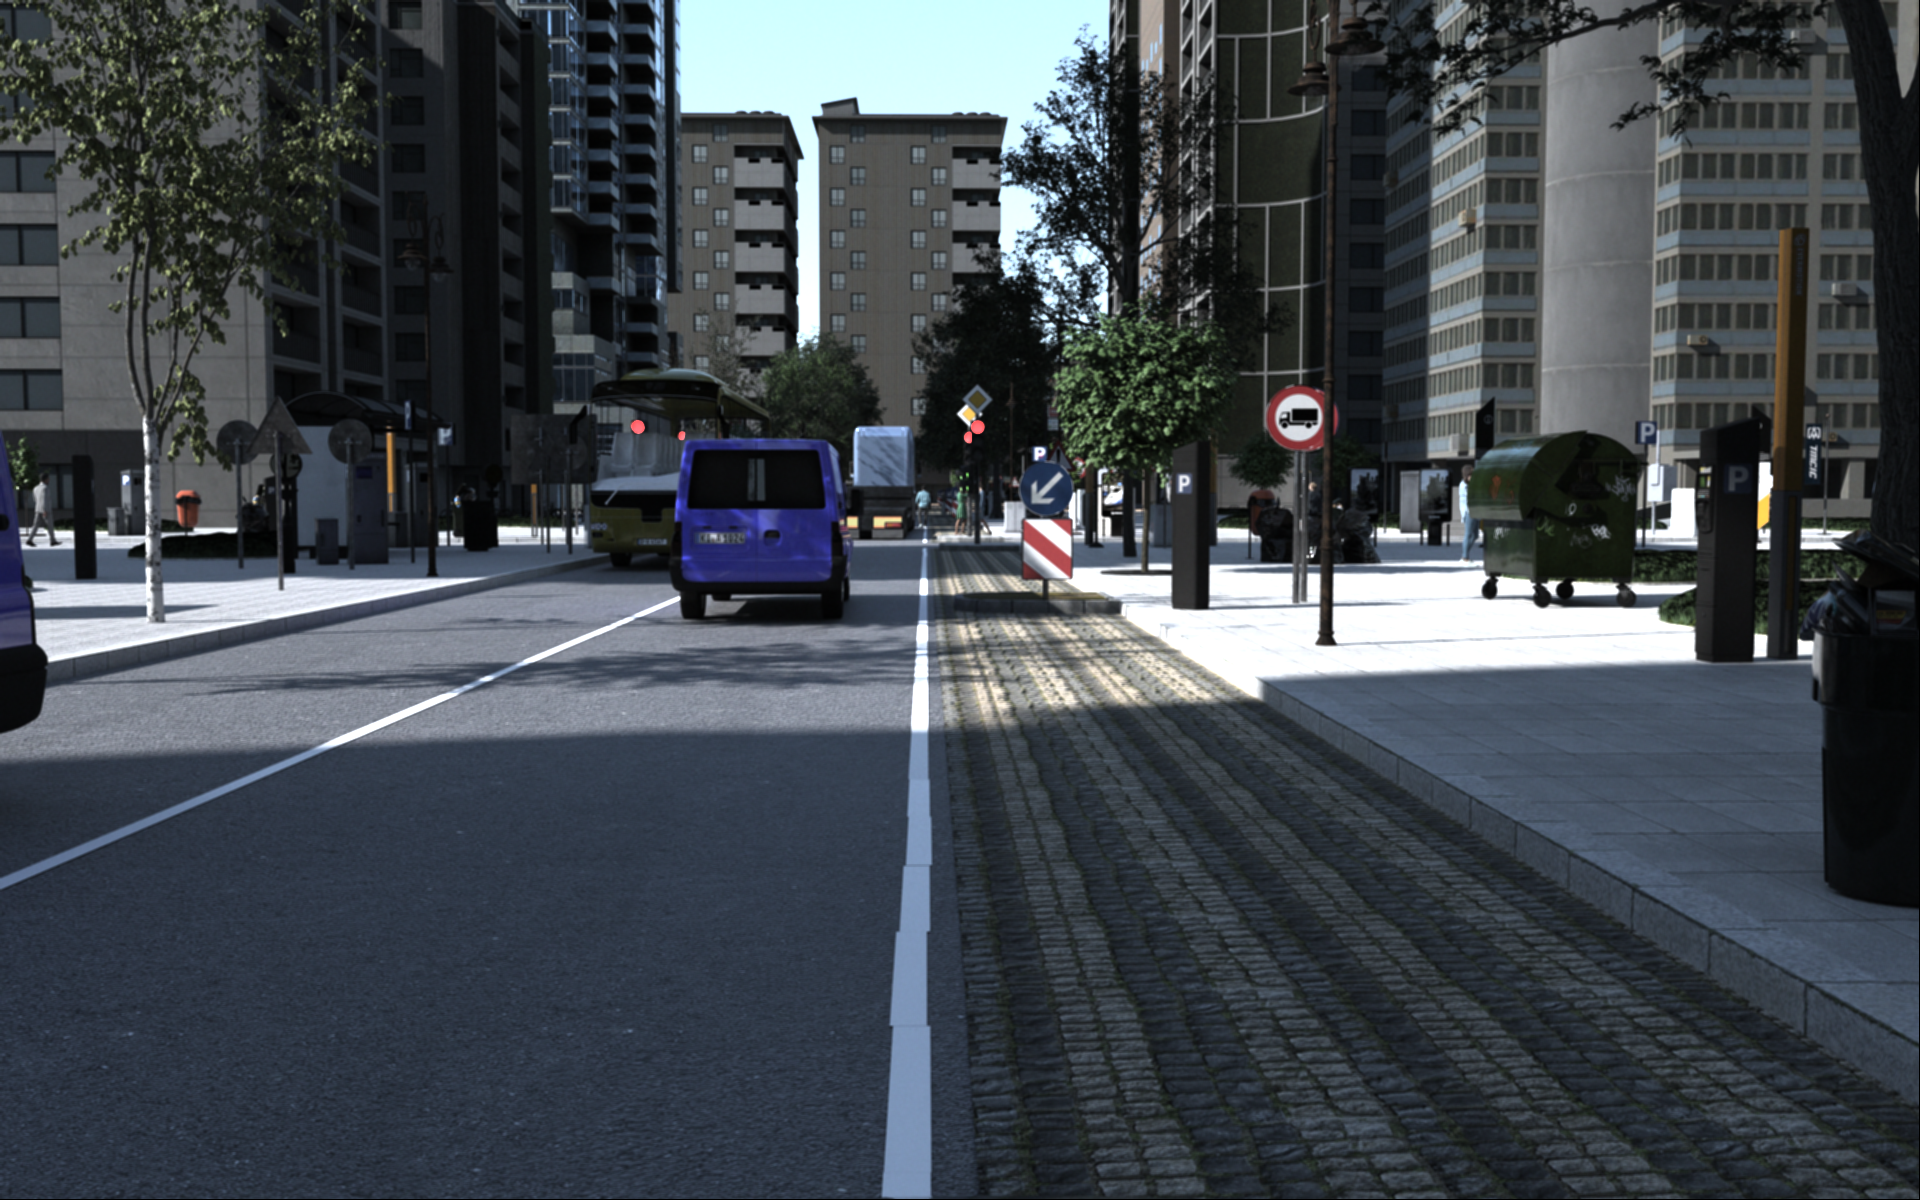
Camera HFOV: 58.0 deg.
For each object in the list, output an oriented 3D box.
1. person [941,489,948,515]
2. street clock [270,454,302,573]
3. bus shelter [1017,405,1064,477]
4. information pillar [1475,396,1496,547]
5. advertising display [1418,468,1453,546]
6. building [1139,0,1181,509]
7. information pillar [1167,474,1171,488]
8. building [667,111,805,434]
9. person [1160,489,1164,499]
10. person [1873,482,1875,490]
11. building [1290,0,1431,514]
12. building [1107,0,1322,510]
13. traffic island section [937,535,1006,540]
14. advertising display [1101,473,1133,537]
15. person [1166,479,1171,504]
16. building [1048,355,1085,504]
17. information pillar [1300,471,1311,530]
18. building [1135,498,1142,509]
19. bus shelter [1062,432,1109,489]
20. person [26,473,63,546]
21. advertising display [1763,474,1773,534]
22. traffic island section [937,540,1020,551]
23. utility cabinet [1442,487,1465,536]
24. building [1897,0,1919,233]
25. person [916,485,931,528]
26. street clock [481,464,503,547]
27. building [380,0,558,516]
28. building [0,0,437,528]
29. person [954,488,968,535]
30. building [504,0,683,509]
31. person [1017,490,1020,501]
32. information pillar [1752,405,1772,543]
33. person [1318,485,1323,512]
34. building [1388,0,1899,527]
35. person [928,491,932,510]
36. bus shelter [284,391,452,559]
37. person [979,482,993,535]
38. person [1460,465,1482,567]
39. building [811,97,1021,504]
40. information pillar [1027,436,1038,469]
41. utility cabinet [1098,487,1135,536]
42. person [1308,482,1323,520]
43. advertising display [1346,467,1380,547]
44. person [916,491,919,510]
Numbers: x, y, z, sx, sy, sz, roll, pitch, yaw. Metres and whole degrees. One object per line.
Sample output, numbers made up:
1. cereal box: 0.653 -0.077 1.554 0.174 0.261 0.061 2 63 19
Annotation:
1. person: -0.978 -5.923 105.889 0.362 1.759 0.519 2 4 29
2. street clock: -10.882 -1.434 28.019 0.471 2.002 0.358 -1 4 -15
3. bus shelter: 3.642 -6.011 75.919 2.179 5.291 8.768 0 4 -1
4. information pillar: 12.621 -3.074 41.607 0.504 3.616 0.183 3 5 42
5. advertising display: 11.822 -2.316 43.084 0.123 1.923 0.974 -2 4 -33
6. building: 21.971 -29.799 137.318 14.600 45.320 14.200 0 4 -1
7. information pillar: 6.979 -4.054 57.640 0.183 3.616 0.504 2 4 34
8. building: -33.819 -39.678 237.972 27.495 52.752 28.713 0 4 -1
9. person: 8.521 -3.959 70.971 0.606 1.804 0.583 -3 5 -44
10. person: 12.307 -1.016 22.845 0.721 1.800 0.419 -1 4 -15
11. building: 24.277 -41.471 116.305 20.563 71.187 20.611 0 4 -1
12. building: 24.315 -45.270 178.423 20.563 71.187 20.611 0 4 -1
13. traffic island section: 0.312 -1.844 52.430 2.009 0.180 2.903 0 4 -1
14. advertising display: 4.712 -2.854 51.879 0.974 1.923 0.123 2 4 25
15. person: 6.625 -2.900 53.737 0.678 1.792 0.850 1 4 19
16. building: 22.569 -24.121 239.422 28.899 21.520 27.650 0 4 -1
17. information pillar: 11.148 -3.153 56.049 0.304 2.012 0.304 -1 4 -12
18. building: 30.448 -28.461 157.223 32.217 40.220 23.993 0 4 -1
19. bus shelter: 5.058 -4.641 67.157 1.731 3.624 6.357 0 4 -1
20. person: -22.535 -2.215 42.536 0.678 1.792 0.850 2 4 30
21. advertising display: 26.373 -3.097 55.848 0.123 1.923 0.974 -3 5 -40
22. traffic island section: 0.468 -1.356 44.446 2.009 0.180 2.903 0 4 -1
23. utility cabinet: 14.885 -2.657 52.114 1.173 1.500 0.318 0 4 -5
24. building: 27.213 -24.179 19.023 21.300 48.544 21.600 0 4 -1
25. person: -1.587 -4.012 74.119 0.660 1.820 0.620 0 4 -8
26. street clock: -11.279 -2.276 41.776 0.358 2.002 0.471 3 5 44
27. building: -31.981 -20.089 100.154 14.160 30.474 14.107 0 4 -1
28. building: -34.344 -38.856 73.549 20.563 71.187 20.611 0 4 -1
29. person: 0.039 -3.183 60.792 0.529 1.795 0.600 -1 4 -22
30. building: -40.868 -52.796 175.879 31.000 86.520 22.319 0 4 -1
31. person: 6.271 -10.986 186.466 0.445 1.727 0.742 1 4 15
32. information pillar: 20.897 -3.297 45.259 0.504 3.616 0.183 2 4 30
33. person: 18.741 -5.088 89.650 0.534 1.772 0.576 1 4 17
34. building: 34.258 -23.845 81.742 23.993 40.220 32.217 0 4 -1
35. person: -2.663 -8.959 155.892 0.530 1.710 0.541 2 4 25
36. bus shelter: -12.511 -2.616 36.700 2.014 3.302 5.546 0 4 -1
37. person: 0.732 -2.956 56.862 0.654 1.822 0.581 1 4 12
38. person: 9.007 -1.487 30.626 0.793 1.790 0.793 0 4 3
39. building: -5.639 -39.726 238.758 27.495 52.752 28.713 0 4 -1
40. information pillar: 2.912 -4.811 70.017 0.504 3.616 0.183 -1 4 -16
41. utility cabinet: 4.771 -2.695 52.746 1.173 1.500 0.318 3 4 38
42. person: 10.337 -2.541 50.471 0.576 1.772 0.534 -3 4 -37
43. advertising display: 9.699 -2.232 41.705 0.974 1.923 0.123 -2 4 -31
44. person: -3.959 -9.118 158.380 0.445 1.727 0.742 0 4 -2
